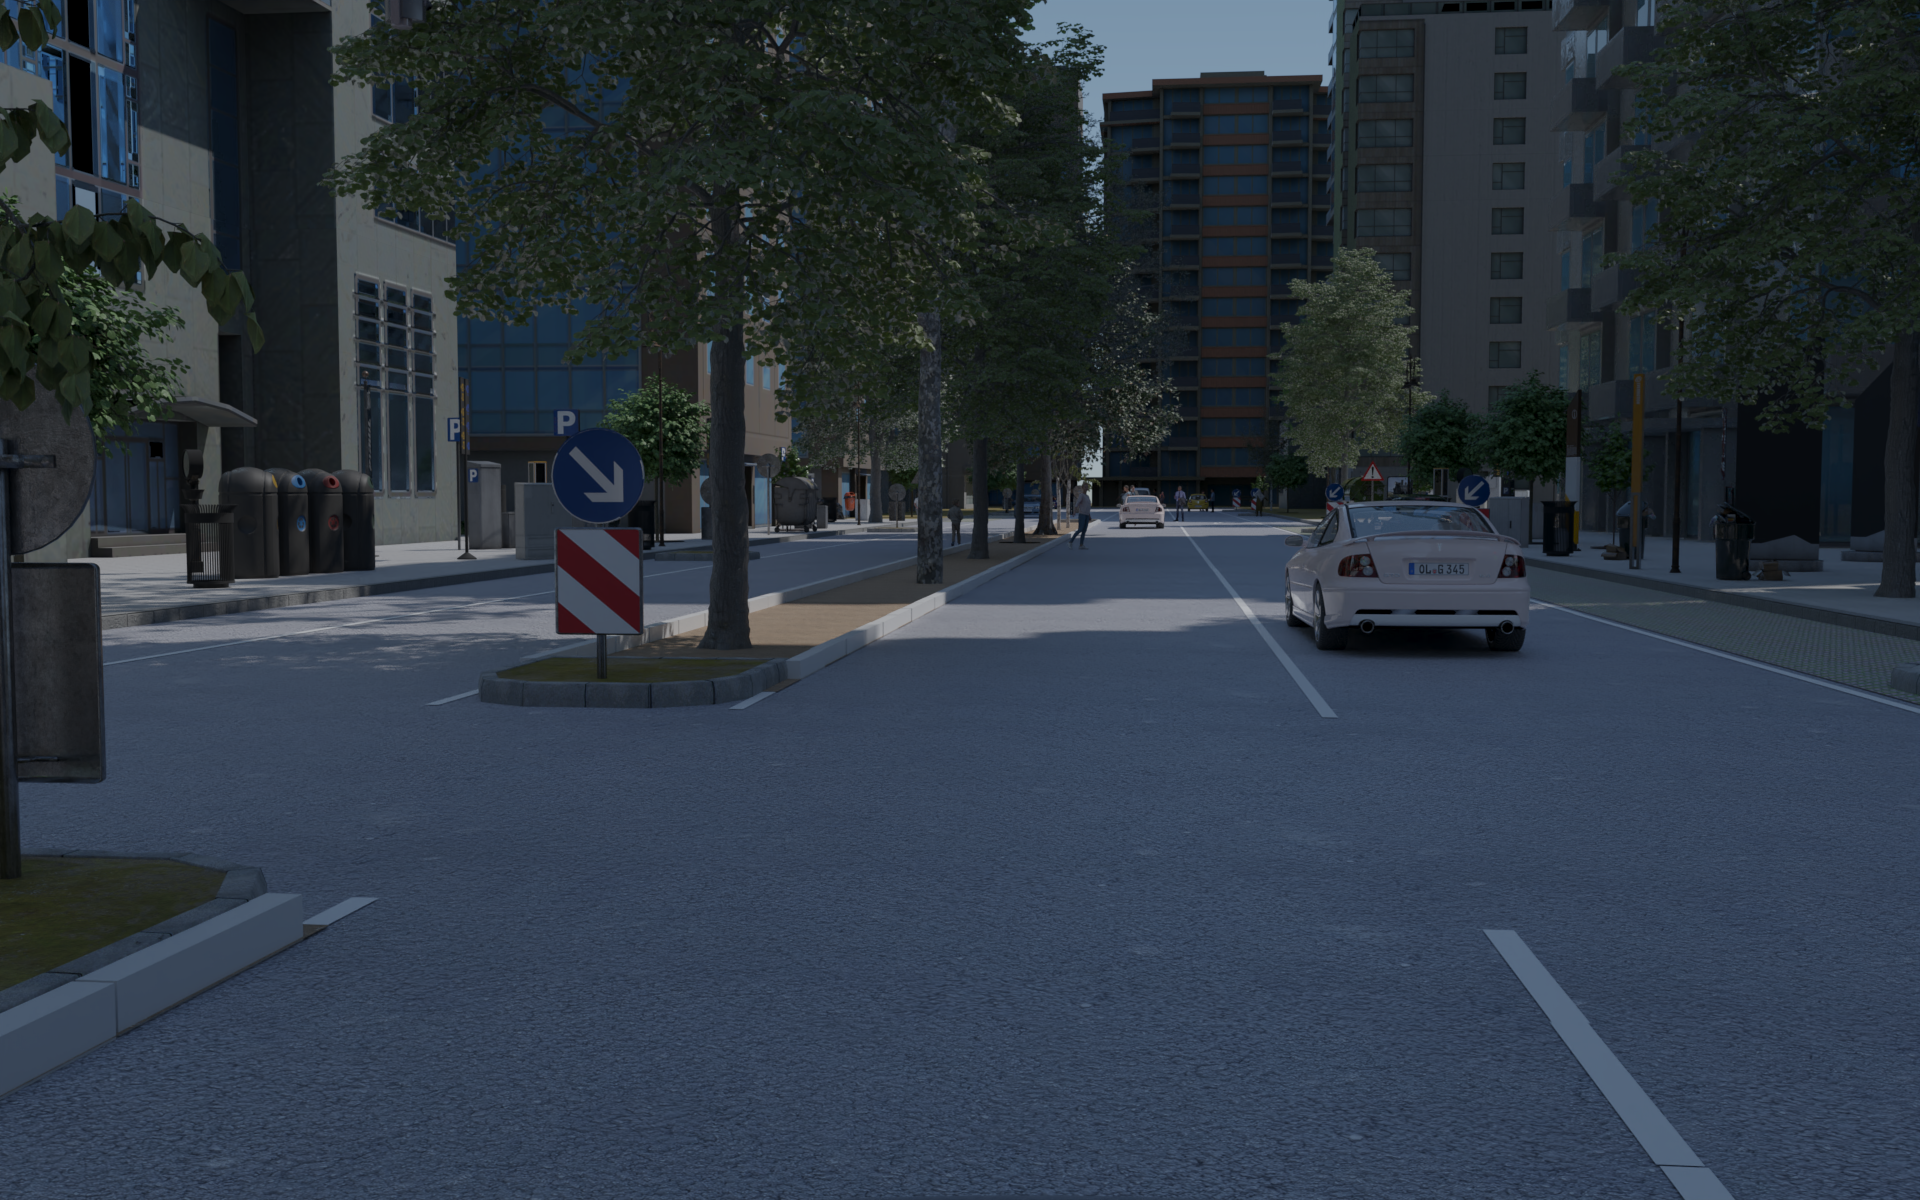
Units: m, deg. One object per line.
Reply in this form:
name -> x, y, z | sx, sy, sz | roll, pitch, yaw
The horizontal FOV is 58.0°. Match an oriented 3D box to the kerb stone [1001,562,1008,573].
kerb stone -> 0.711, -0.544, 31.122 | 0.120, 0.150, 1.000 | 0, 4, 6

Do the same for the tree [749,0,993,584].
tree -> -1.593, -10.376, 27.998 | 12.611, 20.169, 13.585 | 0, 3, 0

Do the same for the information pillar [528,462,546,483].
information pillar -> -9.565, -2.126, 39.250 | 0.304, 2.012, 0.304 | -3, 5, -40

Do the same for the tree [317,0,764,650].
tree -> -2.201, -5.840, 16.073 | 7.486, 12.596, 7.792 | 0, 3, 0

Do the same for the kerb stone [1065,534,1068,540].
kerb stone -> 3.120, -1.853, 52.508 | 0.120, 0.150, 1.000 | 0, 4, 6

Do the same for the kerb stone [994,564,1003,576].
kerb stone -> 0.591, -0.484, 30.106 | 0.120, 0.150, 1.000 | 0, 4, 6

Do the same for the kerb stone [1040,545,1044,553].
kerb stone -> 1.860, -1.169, 41.305 | 0.120, 0.150, 1.000 | 0, 4, 6

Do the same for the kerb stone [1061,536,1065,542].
kerb stone -> 2.892, -1.729, 50.472 | 0.120, 0.150, 1.000 | 0, 4, 6

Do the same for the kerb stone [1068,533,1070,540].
kerb stone -> 3.235, -1.915, 53.526 | 0.120, 0.150, 1.000 | 0, 4, 6

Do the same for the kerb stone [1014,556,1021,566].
kerb stone -> 1.060, -0.732, 34.170 | 0.120, 0.150, 1.000 | 0, 4, 6

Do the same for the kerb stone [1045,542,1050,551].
kerb stone -> 2.097, -1.293, 43.339 | 0.120, 0.150, 1.000 | 0, 4, 6

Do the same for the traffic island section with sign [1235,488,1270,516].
traffic island section with sign -> 19.176, -6.391, 113.113 | 1.989, 1.847, 2.006 | 0, 4, 6

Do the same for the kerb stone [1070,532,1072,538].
kerb stone -> 3.354, -1.978, 54.543 | 0.120, 0.150, 1.000 | 0, 4, 6

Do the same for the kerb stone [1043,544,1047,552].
kerb stone -> 1.980, -1.228, 42.322 | 0.120, 0.150, 1.000 | 0, 4, 6

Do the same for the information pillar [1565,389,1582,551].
information pillar -> 13.780, -2.909, 38.915 | 0.183, 3.616, 0.504 | -1, 4, -10

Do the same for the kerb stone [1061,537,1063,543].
kerb stone -> 2.780, -1.665, 49.456 | 0.120, 0.150, 1.000 | 0, 4, 6

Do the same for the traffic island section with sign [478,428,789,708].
traffic island section with sign -> -2.415, -0.270, 12.555 | 2.006, 1.907, 1.989 | 0, 4, 6

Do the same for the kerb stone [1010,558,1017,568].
kerb stone -> 0.943, -0.662, 33.155 | 0.120, 0.150, 1.000 | 0, 4, 6

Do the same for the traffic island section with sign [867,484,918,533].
traffic island section with sign -> -2.381, -3.470, 65.357 | 1.989, 1.847, 2.006 | 0, 4, 6

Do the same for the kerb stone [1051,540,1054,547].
kerb stone -> 2.320, -1.418, 45.376 | 0.120, 0.150, 1.000 | 0, 4, 6

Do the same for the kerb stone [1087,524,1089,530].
kerb stone -> 4.958, -2.850, 68.794 | 0.120, 0.150, 1.000 | 0, 4, 6

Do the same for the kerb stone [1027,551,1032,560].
kerb stone -> 1.405, -0.915, 37.223 | 0.120, 0.150, 1.000 | 0, 4, 6

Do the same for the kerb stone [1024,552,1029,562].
kerb stone -> 1.286, -0.854, 36.208 | 0.120, 0.150, 1.000 | 0, 4, 6

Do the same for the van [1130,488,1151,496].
van -> 12.360, -6.853, 119.061 | 2.013, 2.044, 4.112 | 0, 4, 6

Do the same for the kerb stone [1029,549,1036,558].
kerb stone -> 1.518, -0.981, 38.241 | 0.120, 0.150, 1.000 | 0, 4, 6

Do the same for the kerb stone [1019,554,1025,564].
kerb stone -> 1.174, -0.795, 35.192 | 0.120, 0.150, 1.000 | 0, 4, 6

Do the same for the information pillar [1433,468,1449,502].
information pillar -> 13.607, -2.725, 49.042 | 0.304, 2.012, 0.304 | -3, 5, -40

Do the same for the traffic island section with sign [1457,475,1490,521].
traffic island section with sign -> 10.520, -1.693, 36.312 | 1.989, 1.847, 2.006 | 0, 4, 6

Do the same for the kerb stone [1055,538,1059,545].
kerb stone -> 2.558, -1.543, 47.416 | 0.120, 0.150, 1.000 | 0, 4, 6

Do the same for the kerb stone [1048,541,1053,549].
kerb stone -> 2.218, -1.356, 44.358 | 0.120, 0.150, 1.000 | 0, 4, 6

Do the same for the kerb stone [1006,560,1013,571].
kerb stone -> 0.836, -0.608, 32.138 | 0.120, 0.150, 1.000 | 0, 4, 6

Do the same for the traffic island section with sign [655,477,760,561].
traffic island section with sign -> -5.470, -1.797, 38.003 | 1.989, 1.847, 2.006 | 0, 4, 6

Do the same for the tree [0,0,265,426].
tree -> -3.044, -3.104, 3.574 | 4.737, 8.622, 4.395 | 0, 3, 0

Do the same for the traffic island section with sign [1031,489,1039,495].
traffic island section with sign -> 6.199, -8.124, 141.461 | 1.989, 1.847, 2.006 | 0, 4, 6

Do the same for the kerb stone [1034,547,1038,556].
kerb stone -> 1.620, -1.044, 39.261 | 0.120, 0.150, 1.000 | 0, 4, 6

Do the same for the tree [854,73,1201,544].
tree -> 1.742, -8.365, 49.588 | 12.009, 13.543, 11.850 | 0, 3, 0

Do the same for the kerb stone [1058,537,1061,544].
kerb stone -> 2.668, -1.604, 48.435 | 0.120, 0.150, 1.000 | 0, 4, 6

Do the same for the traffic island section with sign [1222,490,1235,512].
traffic island section with sign -> 22.193, -8.029, 139.899 | 1.989, 1.847, 2.006 | 0, 4, 6

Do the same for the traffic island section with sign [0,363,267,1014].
traffic island section with sign -> -3.255, 0.180, 5.196 | 2.006, 1.907, 1.989 | 0, 4, 6

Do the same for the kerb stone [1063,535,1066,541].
kerb stone -> 2.999, -1.792, 51.489 | 0.120, 0.150, 1.000 | 0, 4, 6

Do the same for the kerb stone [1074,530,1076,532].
kerb stone -> 3.700, -2.165, 57.600 | 0.120, 0.150, 1.000 | 0, 4, 6

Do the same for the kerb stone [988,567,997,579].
kerb stone -> 0.478, -0.413, 29.091 | 0.120, 0.150, 1.000 | 0, 4, 6

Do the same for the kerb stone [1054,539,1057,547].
kerb stone -> 2.437, -1.475, 46.401 | 0.120, 0.150, 1.000 | 0, 4, 6

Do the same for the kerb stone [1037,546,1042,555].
kerb stone -> 1.747, -1.096, 40.285 | 0.120, 0.150, 1.000 | 0, 4, 6

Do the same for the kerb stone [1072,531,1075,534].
kerb stone -> 3.590, -2.103, 56.580 | 0.120, 0.150, 1.000 | 0, 4, 6

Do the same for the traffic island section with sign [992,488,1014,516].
traffic island section with sign -> 3.169, -6.486, 114.676 | 1.989, 1.847, 2.006 | 0, 4, 6

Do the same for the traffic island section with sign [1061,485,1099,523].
traffic island section with sign -> 5.992, -4.837, 87.224 | 2.006, 1.907, 1.989 | 0, 4, 6

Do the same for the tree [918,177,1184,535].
tree -> 3.018, -8.622, 60.429 | 9.611, 12.733, 9.660 | 0, 3, 0

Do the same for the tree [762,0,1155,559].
tree -> 0.375, -7.194, 38.203 | 7.486, 12.596, 7.792 | 0, 3, 0

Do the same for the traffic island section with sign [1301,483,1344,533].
traffic island section with sign -> 13.607, -3.372, 63.759 | 1.989, 1.847, 2.006 | 0, 4, 6
